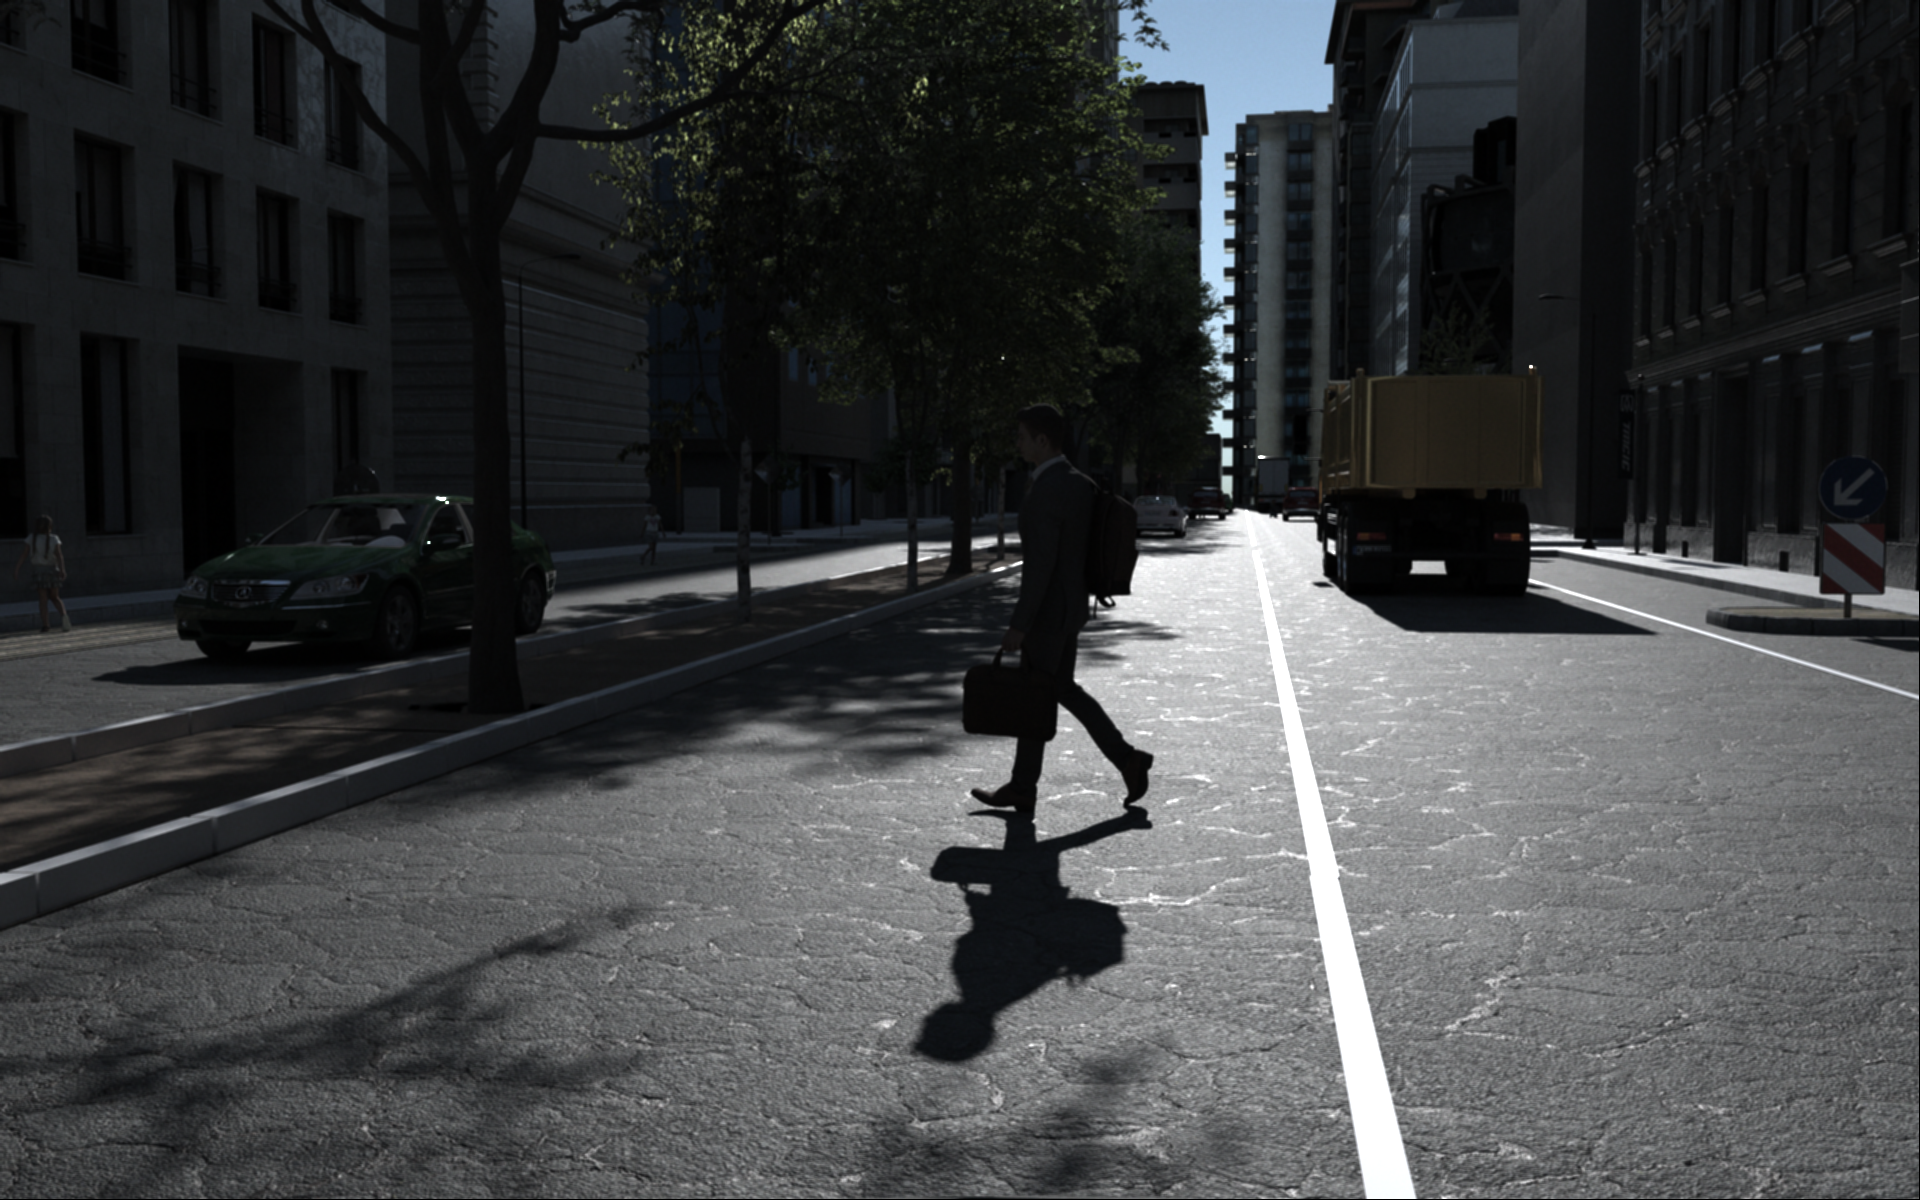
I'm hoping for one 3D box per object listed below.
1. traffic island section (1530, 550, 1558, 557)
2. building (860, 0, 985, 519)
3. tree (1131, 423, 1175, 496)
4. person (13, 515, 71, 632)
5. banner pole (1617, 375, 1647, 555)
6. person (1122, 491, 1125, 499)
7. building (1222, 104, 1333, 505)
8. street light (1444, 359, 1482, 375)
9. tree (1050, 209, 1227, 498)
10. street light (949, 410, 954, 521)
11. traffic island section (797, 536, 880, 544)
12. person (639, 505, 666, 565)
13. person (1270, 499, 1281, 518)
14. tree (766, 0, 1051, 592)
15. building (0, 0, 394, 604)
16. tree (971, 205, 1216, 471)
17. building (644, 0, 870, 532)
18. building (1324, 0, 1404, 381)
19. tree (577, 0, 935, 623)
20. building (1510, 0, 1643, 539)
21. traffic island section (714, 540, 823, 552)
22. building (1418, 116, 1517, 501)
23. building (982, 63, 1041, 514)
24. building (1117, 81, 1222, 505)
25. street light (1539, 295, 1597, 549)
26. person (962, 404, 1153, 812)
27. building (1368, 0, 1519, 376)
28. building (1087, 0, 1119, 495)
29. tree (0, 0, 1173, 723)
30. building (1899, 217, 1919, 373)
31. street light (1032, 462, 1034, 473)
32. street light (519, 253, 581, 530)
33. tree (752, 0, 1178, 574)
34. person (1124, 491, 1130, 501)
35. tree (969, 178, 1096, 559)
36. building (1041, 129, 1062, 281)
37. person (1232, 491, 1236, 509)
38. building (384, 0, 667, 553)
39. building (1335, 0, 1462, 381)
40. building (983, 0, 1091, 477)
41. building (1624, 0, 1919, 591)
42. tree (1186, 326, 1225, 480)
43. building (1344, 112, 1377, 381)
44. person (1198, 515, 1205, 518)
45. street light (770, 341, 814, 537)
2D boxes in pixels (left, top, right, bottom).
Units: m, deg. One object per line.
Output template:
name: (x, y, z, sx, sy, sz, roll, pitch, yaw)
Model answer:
traffic island section: (12.816, -1.137, 40.873, 2.009, 0.180, 2.903, 1, 4, 9)
building: (-6.614, -25.100, 93.976, 14.154, 41.232, 14.086, 1, 4, 9)
tree: (11.573, -9.066, 101.055, 4.360, 8.622, 3.978, 0, 3, 0)
person: (-9.440, -0.262, 17.800, 0.505, 1.210, 0.382, -2, 4, -30)
banner pole: (14.123, -2.839, 36.441, 0.863, 3.779, 0.401, -2, 4, -27)
person: (14.789, -9.004, 156.452, 0.721, 1.736, 1.217, 0, 4, -5)
building: (48.184, -36.421, 215.086, 30.456, 49.044, 23.786, 1, 4, 9)
street light: (17.323, -5.325, 59.609, 1.470, 5.913, 1.316, 1, 4, 9)
tree: (5.817, -8.212, 62.478, 9.928, 11.665, 9.643, 0, 3, 0)
street light: (0.207, -6.762, 83.100, 1.470, 5.913, 1.316, 1, 4, 9)
traffic island section: (-3.553, -1.795, 51.633, 2.009, 0.180, 2.903, 1, 4, 9)
person: (-6.171, -1.302, 34.799, 0.505, 1.210, 0.382, -3, 4, -39)
person: (19.238, -5.590, 105.390, 0.738, 1.151, 1.012, 3, 4, 38)
tree: (-0.688, -4.396, 24.686, 4.737, 8.622, 4.395, 0, 3, 0)
building: (-16.117, -10.201, 21.541, 10.420, 20.320, 16.860, 1, 4, 9)
tree: (3.760, -7.157, 53.881, 8.767, 10.594, 7.601, 1, 4, 9)
building: (-11.677, -25.372, 64.943, 14.600, 45.320, 14.200, 1, 4, 9)
building: (53.048, -36.184, 180.844, 28.713, 52.752, 27.495, 1, 4, 9)
tree: (-2.374, -4.062, 19.228, 4.360, 8.622, 3.978, 0, 3, 0)
building: (30.197, -15.821, 52.177, 24.014, 27.812, 14.314, 1, 4, 9)
traffic island section: (-4.841, -1.313, 43.752, 2.009, 0.180, 2.903, 1, 4, 9)
building: (30.735, -13.217, 83.555, 16.820, 18.784, 16.811, 1, 4, 9)
building: (-2.619, -21.058, 116.001, 14.160, 30.474, 14.107, 1, 4, 9)
building: (19.864, -38.774, 223.199, 27.495, 52.752, 28.713, 1, 4, 9)
street light: (14.181, -4.153, 40.435, 1.470, 5.913, 1.316, 1, 4, 9)
person: (0.449, 0.042, 7.770, 0.822, 1.834, 0.622, 1, 4, 10)
building: (31.796, -20.130, 106.618, 11.434, 29.767, 29.804, 1, 4, 9)
building: (6.499, -46.025, 190.757, 20.611, 71.187, 20.563, 1, 4, 9)
tree: (-3.041, -5.993, 10.809, 12.009, 13.543, 11.850, 0, 3, 0)
building: (16.497, -11.442, 6.150, 14.314, 24.678, 30.058, 1, 4, 9)
street light: (5.386, -8.708, 114.909, 1.470, 5.913, 1.316, 1, 4, 9)
street light: (-7.977, -3.732, 33.567, 1.470, 5.913, 1.316, 1, 4, 9)
tree: (-0.021, -6.769, 31.250, 7.486, 12.596, 7.792, 0, 3, 0)
person: (16.855, -10.129, 174.833, 0.721, 1.735, 1.217, -1, 4, -18)
tree: (0.912, -5.196, 37.776, 4.360, 8.622, 3.978, 0, 3, 0)
building: (0.130, -22.165, 134.091, 14.160, 30.474, 14.107, 1, 4, 9)
person: (26.370, -9.601, 166.196, 0.721, 1.743, 1.217, 1, 4, 15)
building: (-17.785, -12.950, 40.605, 19.941, 23.489, 11.050, 1, 4, 9)
building: (44.997, -30.503, 153.347, 22.147, 44.769, 28.867, 1, 4, 9)
building: (3.595, -30.477, 148.410, 14.600, 45.320, 14.200, 1, 4, 9)
building: (18.716, -11.082, 30.337, 9.793, 20.994, 18.267, 1, 4, 9)
tree: (10.373, -10.594, 93.804, 7.486, 12.596, 7.792, 0, 3, 0)
building: (36.717, -22.117, 133.315, 14.160, 30.474, 14.107, 1, 4, 9)
person: (14.710, -5.902, 105.205, 0.606, 1.804, 0.583, -2, 4, -29)
street light: (-4.971, -4.837, 51.619, 1.470, 5.913, 1.316, 1, 4, 9)
